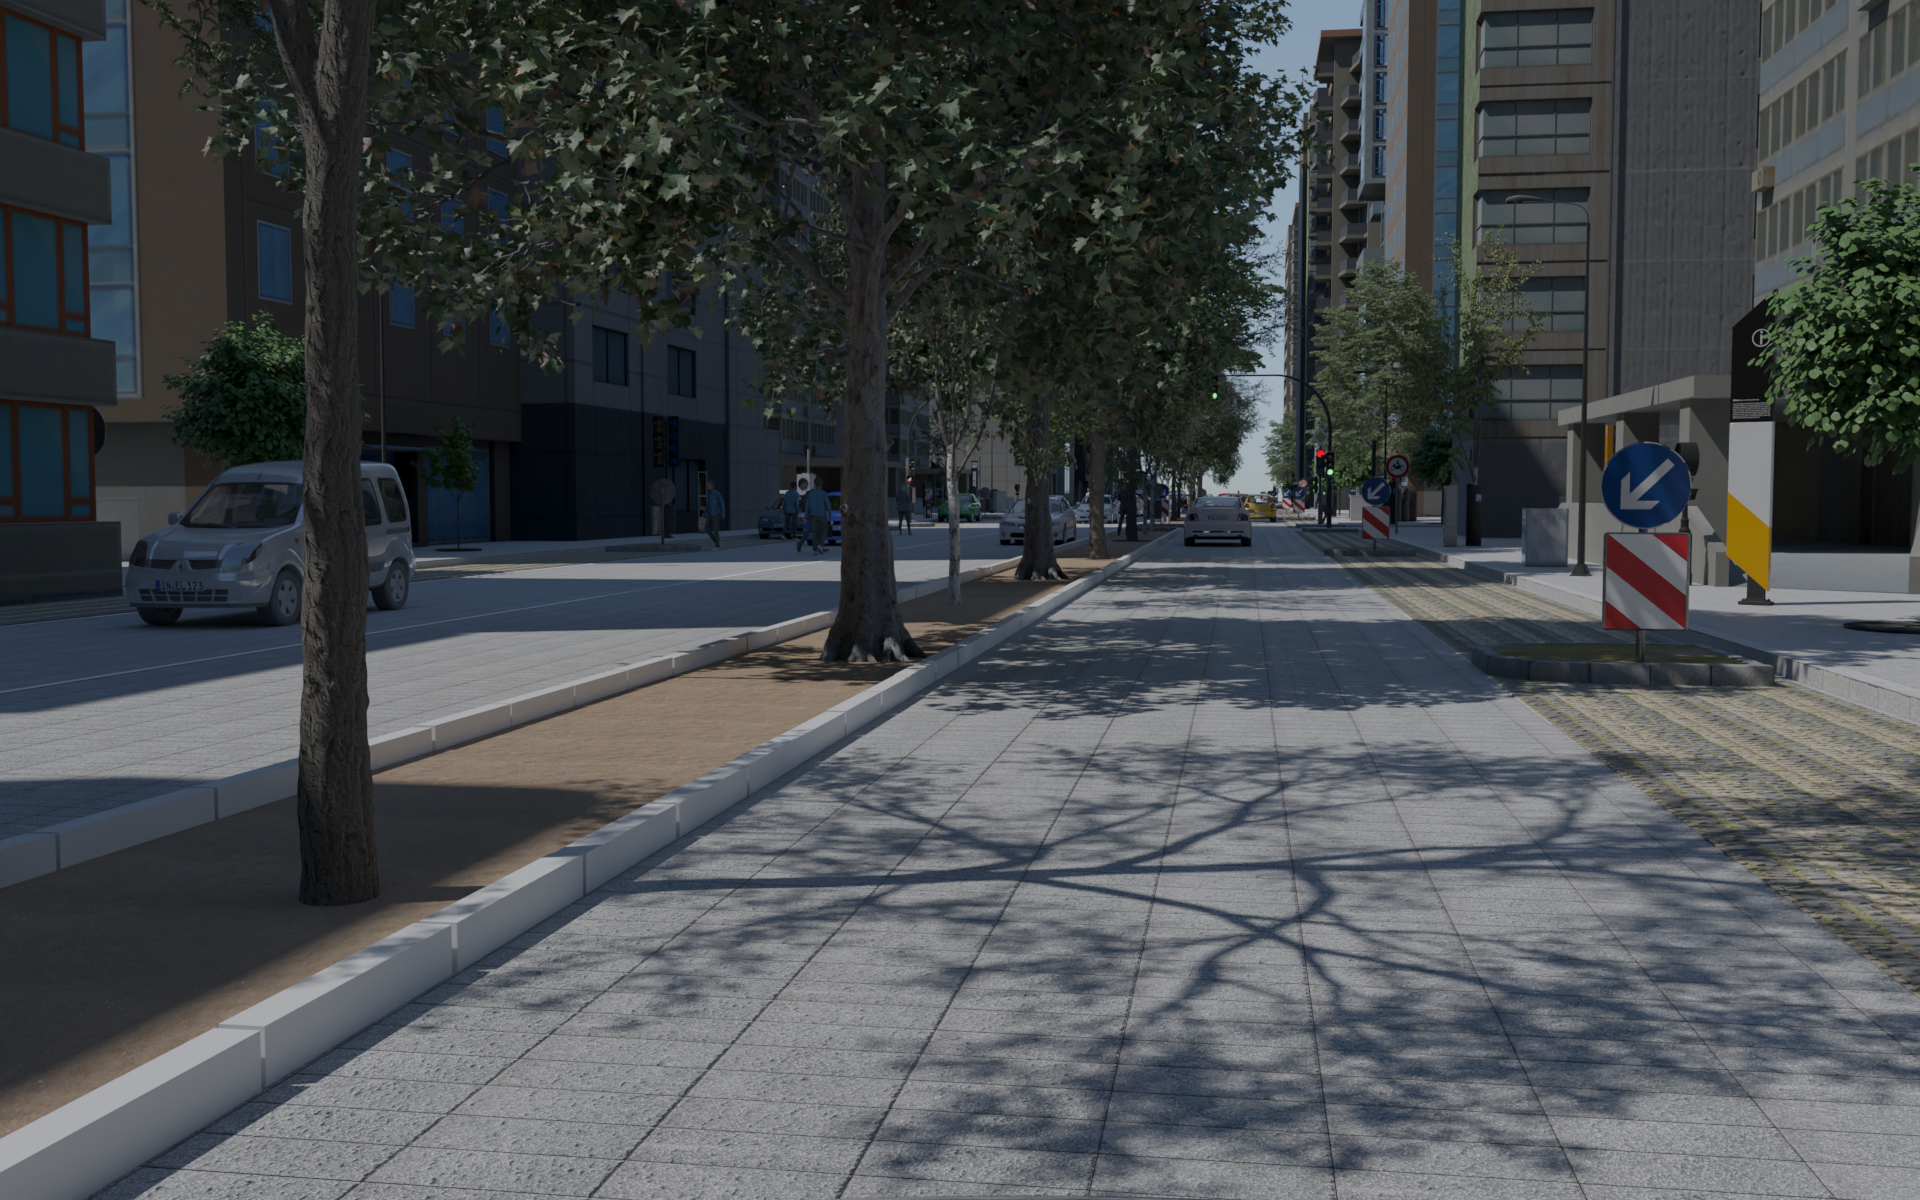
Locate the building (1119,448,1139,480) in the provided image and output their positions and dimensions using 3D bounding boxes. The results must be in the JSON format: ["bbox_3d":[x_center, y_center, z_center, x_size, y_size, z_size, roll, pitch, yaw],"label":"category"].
[{"bbox_3d":[19.091,-40.802,290.821,21.300,48.544,21.600,1,4,9],"label":"building"}]

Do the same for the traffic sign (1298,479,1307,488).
[{"bbox_3d":[28.682,-8.859,144.957,0.768,2.556,0.104,1,4,17],"label":"traffic sign"}]

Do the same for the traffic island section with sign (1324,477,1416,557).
[{"bbox_3d":[9.550,-1.949,40.495,1.989,1.847,2.006,1,4,9],"label":"traffic island section with sign"}]

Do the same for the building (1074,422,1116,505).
[{"bbox_3d":[14.260,-28.784,242.316,14.160,30.474,14.107,1,4,9],"label":"building"}]

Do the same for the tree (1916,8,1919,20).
[{"bbox_3d":[6.652,-3.520,7.908,4.360,8.622,3.978,0,3,0],"label":"tree"}]

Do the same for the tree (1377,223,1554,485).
[{"bbox_3d":[13.767,-5.909,46.970,4.737,8.622,4.395,0,3,0],"label":"tree"}]

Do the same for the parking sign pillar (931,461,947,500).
[{"bbox_3d":[-1.479,-9.487,143.583,1.447,3.967,1.447,2,4,31],"label":"parking sign pillar"}]

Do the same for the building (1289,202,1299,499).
[{"bbox_3d":[59.452,-36.570,252.540,22.147,44.769,28.867,1,4,9],"label":"building"}]

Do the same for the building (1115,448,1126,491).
[{"bbox_3d":[13.908,-39.477,265.051,23.786,49.044,30.456,1,4,9],"label":"building"}]

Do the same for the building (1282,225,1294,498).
[{"bbox_3d":[65.603,-40.844,291.495,21.300,48.544,21.600,1,4,9],"label":"building"}]

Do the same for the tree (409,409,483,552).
[{"bbox_3d":[-11.273,-2.721,39.088,1.663,3.219,1.824,0,3,0],"label":"tree"}]

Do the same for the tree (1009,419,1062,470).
[{"bbox_3d":[6.807,-11.920,145.250,4.737,8.622,4.395,0,3,0],"label":"tree"}]

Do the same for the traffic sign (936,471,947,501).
[{"bbox_3d":[-0.949,-5.779,94.597,0.768,2.556,0.104,1,4,17],"label":"traffic sign"}]

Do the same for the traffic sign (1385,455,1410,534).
[{"bbox_3d":[14.120,-3.415,55.947,0.768,2.556,0.104,1,4,13],"label":"traffic sign"}]

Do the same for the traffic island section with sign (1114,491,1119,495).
[{"bbox_3d":[18.266,-11.805,201.640,1.989,1.847,2.006,1,4,9],"label":"traffic island section with sign"}]

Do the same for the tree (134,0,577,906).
[{"bbox_3d":[-2.272,-4.195,5.456,8.767,10.594,7.601,1,4,9],"label":"tree"}]

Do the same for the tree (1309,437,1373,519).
[{"bbox_3d":[21.002,-6.559,90.959,4.285,4.588,4.351,0,3,0],"label":"tree"}]

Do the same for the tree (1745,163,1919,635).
[{"bbox_3d":[9.133,-1.984,16.156,4.285,4.588,4.351,0,3,0],"label":"tree"}]

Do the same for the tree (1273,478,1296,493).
[{"bbox_3d":[41.067,-13.716,218.853,1.663,3.219,1.824,0,3,0],"label":"tree"}]

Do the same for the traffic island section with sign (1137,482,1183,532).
[{"bbox_3d":[7.450,-3.591,66.851,2.006,1.907,1.989,1,4,9],"label":"traffic island section with sign"}]

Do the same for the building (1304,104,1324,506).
[{"bbox_3d":[43.797,-30.596,183.838,14.154,41.232,14.086,1,4,9],"label":"building"}]

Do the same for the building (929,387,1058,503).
[{"bbox_3d":[-1.453,-44.259,161.882,20.563,71.187,20.611,1,4,9],"label":"building"}]

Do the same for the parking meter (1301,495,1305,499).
[{"bbox_3d":[27.711,-8.048,139.998,0.372,1.533,0.369,0,3,0],"label":"parking meter"}]

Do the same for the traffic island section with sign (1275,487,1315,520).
[{"bbox_3d":[18.540,-5.309,95.428,1.989,1.847,2.006,1,4,9],"label":"traffic island section with sign"}]

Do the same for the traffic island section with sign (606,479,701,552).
[{"bbox_3d":[-7.601,-2.131,43.467,1.989,1.847,2.006,1,4,9],"label":"traffic island section with sign"}]

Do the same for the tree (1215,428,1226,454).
[{"bbox_3d":[16.023,-10.057,117.255,4.737,8.622,4.395,0,3,0],"label":"tree"}]

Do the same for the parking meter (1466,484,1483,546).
[{"bbox_3d":[12.652,-2.093,42.638,0.372,1.533,0.369,0,3,0],"label":"parking meter"}]

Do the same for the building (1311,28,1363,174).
[{"bbox_3d":[44.171,-31.025,161.878,22.147,44.769,28.867,1,4,9],"label":"building"}]

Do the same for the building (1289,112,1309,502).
[{"bbox_3d":[45.851,-33.522,198.192,14.600,45.320,14.200,1,4,9],"label":"building"}]

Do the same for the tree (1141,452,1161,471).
[{"bbox_3d":[32.978,-23.363,307.734,9.928,11.665,9.643,0,3,0],"label":"tree"}]

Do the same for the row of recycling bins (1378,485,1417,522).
[{"bbox_3d":[20.260,-4.479,80.351,1.069,1.692,3.534,2,4,34],"label":"row of recycling bins"}]

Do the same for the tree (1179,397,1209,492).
[{"bbox_3d":[6.443,-6.557,60.031,4.360,8.622,3.978,0,3,0],"label":"tree"}]

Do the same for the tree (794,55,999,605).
[{"bbox_3d":[-0.095,-4.217,21.772,4.360,8.622,3.978,0,3,0],"label":"tree"}]

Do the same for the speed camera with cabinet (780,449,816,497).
[{"bbox_3d":[-7.408,-5.057,77.018,2.038,3.252,0.660,2,4,28],"label":"speed camera with cabinet"}]

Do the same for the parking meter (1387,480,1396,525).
[{"bbox_3d":[18.175,-4.111,72.924,0.399,1.863,0.255,-3,5,-40],"label":"parking meter"}]

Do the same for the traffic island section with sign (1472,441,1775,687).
[{"bbox_3d":[5.204,-0.322,13.891,1.989,1.847,2.006,1,4,9],"label":"traffic island section with sign"}]

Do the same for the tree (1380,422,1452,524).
[{"bbox_3d":[20.738,-5.536,74.219,4.285,4.588,4.351,0,3,0],"label":"tree"}]

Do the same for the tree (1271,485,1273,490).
[{"bbox_3d":[53.397,-18.316,294.064,1.663,3.219,1.824,0,3,0],"label":"tree"}]

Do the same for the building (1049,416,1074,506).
[{"bbox_3d":[1.848,-53.488,187.201,22.319,86.520,31.000,1,4,9],"label":"building"}]

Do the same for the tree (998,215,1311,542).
[{"bbox_3d":[5.160,-8.495,51.713,12.009,13.543,11.850,0,3,0],"label":"tree"}]

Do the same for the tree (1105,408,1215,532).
[{"bbox_3d":[7.230,-6.880,65.307,4.737,8.622,4.395,0,3,0],"label":"tree"}]

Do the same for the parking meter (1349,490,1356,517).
[{"bbox_3d":[21.640,-5.326,95.493,0.372,1.533,0.369,0,3,0],"label":"parking meter"}]

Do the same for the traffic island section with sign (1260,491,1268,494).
[{"bbox_3d":[31.109,-10.006,172.225,1.989,1.847,2.006,1,4,9],"label":"traffic island section with sign"}]

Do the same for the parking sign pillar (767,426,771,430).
[{"bbox_3d":[-7.841,-4.892,68.451,1.447,3.967,1.447,1,4,12],"label":"parking sign pillar"}]

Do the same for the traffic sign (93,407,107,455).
[{"bbox_3d":[-12.403,-1.493,24.522,0.768,2.556,0.104,1,4,18],"label":"traffic sign"}]

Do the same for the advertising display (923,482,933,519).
[{"bbox_3d":[-1.690,-5.259,91.205,0.123,1.923,0.974,2,4,27],"label":"advertising display"}]

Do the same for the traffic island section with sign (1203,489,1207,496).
[{"bbox_3d":[20.777,-8.574,148.317,2.006,1.907,1.989,1,4,9],"label":"traffic island section with sign"}]

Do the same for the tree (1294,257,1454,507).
[{"bbox_3d":[20.524,-10.097,83.219,7.486,12.596,7.792,0,3,0],"label":"tree"}]

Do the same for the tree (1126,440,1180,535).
[{"bbox_3d":[3.307,-5.529,43.221,4.360,8.622,3.978,0,3,0],"label":"tree"}]

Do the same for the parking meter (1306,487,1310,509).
[{"bbox_3d":[29.276,-8.561,145.682,0.255,1.863,0.399,2,4,34],"label":"parking meter"}]

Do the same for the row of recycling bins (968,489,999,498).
[{"bbox_3d":[1.623,-7.909,136.424,3.534,1.692,1.069,-3,4,-36],"label":"row of recycling bins"}]

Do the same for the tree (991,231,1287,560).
[{"bbox_3d":[3.045,-7.123,37.053,7.486,12.596,7.792,0,3,0],"label":"tree"}]

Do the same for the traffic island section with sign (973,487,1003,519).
[{"bbox_3d":[1.425,-5.508,98.686,1.989,1.847,2.006,1,4,9],"label":"traffic island section with sign"}]

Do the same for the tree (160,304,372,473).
[{"bbox_3d":[-11.952,-2.832,30.022,4.285,4.588,4.351,0,3,0],"label":"tree"}]

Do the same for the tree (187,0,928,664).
[{"bbox_3d":[-0.820,-5.819,14.600,9.611,12.733,9.660,0,3,0],"label":"tree"}]

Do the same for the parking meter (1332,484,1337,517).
[{"bbox_3d":[21.060,-5.622,97.636,0.255,1.863,0.399,-1,4,-15],"label":"parking meter"}]

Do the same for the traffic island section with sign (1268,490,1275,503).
[{"bbox_3d":[23.002,-6.976,122.681,1.989,1.847,2.006,1,4,9],"label":"traffic island section with sign"}]
